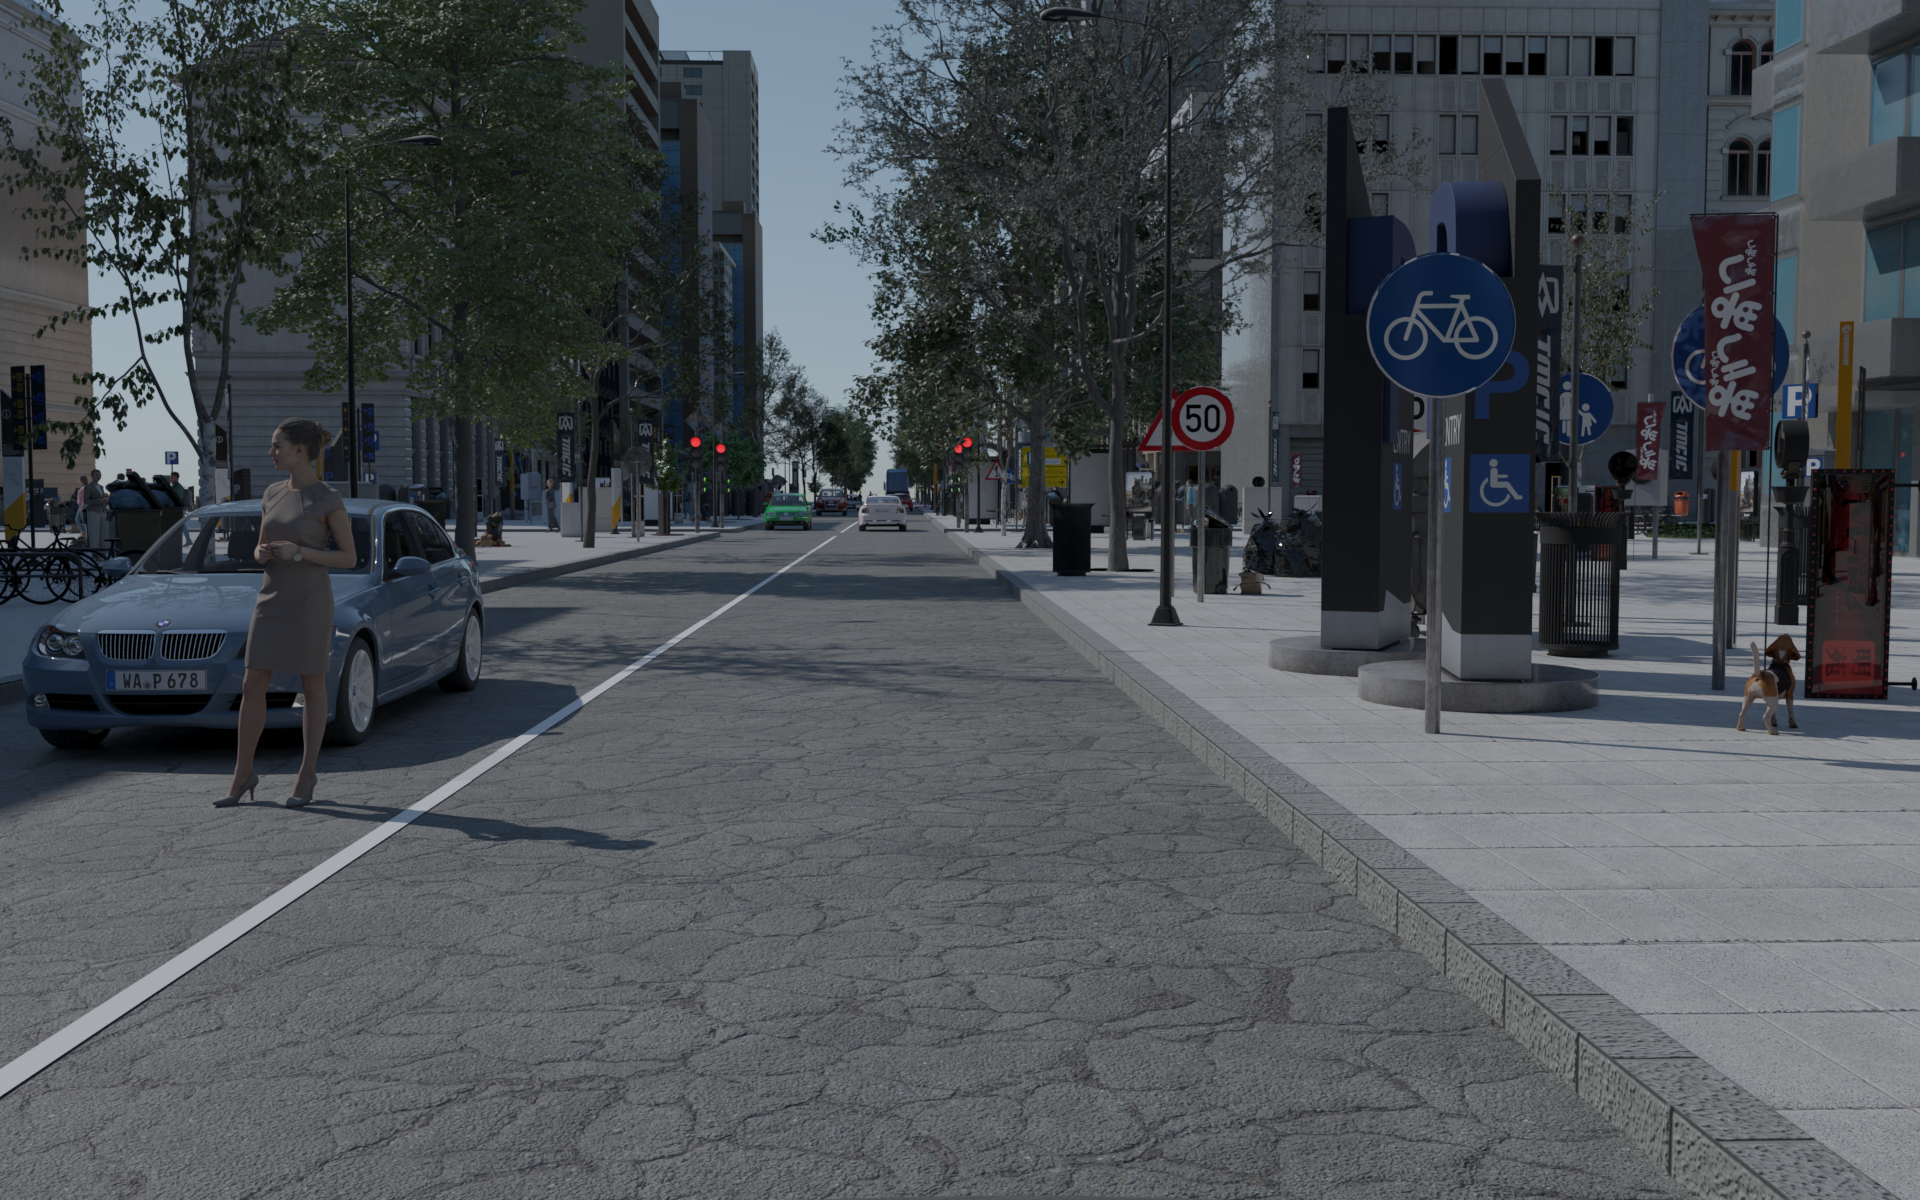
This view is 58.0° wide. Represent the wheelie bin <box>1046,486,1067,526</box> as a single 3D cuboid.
[{"bbox_3d":[3.890,-3.765,69.470,0.693,1.594,0.980,1,4,15],"label":"wheelie bin"}]

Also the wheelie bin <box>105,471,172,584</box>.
[{"bbox_3d":[-11.401,-0.978,23.901,0.693,1.594,0.980,-2,4,-35],"label":"wheelie bin"}]

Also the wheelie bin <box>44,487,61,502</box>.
[{"bbox_3d":[-42.632,-4.479,81.139,0.980,1.594,0.693,-1,4,-18],"label":"wheelie bin"}]

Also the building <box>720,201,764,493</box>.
[{"bbox_3d":[-37.870,-37.780,267.809,14.600,45.320,14.200,0,4,-2],"label":"building"}]

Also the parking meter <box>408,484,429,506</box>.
[{"bbox_3d":[-13.352,-2.090,42.579,0.372,1.533,0.369,0,3,0],"label":"parking meter"}]

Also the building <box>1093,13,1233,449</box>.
[{"bbox_3d":[17.774,-28.630,151.691,14.154,41.232,14.086,0,4,-2],"label":"building"}]

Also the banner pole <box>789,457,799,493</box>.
[{"bbox_3d":[-11.137,-7.674,115.485,0.863,3.779,0.401,-1,4,-15],"label":"banner pole"}]

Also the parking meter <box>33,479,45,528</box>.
[{"bbox_3d":[-35.098,-3.687,65.989,0.255,1.863,0.399,0,4,3],"label":"parking meter"}]

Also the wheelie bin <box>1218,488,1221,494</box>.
[{"bbox_3d":[12.325,-4.610,83.277,0.980,1.594,0.693,-2,4,-33],"label":"wheelie bin"}]

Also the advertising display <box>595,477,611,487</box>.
[{"bbox_3d":[-13.415,-3.648,64.857,0.123,1.923,0.974,2,4,28],"label":"advertising display"}]

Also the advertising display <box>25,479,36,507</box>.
[{"bbox_3d":[-39.804,-4.212,74.075,0.123,1.923,0.974,1,4,11],"label":"advertising display"}]

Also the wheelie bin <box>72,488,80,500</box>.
[{"bbox_3d":[-43.210,-4.727,85.192,0.693,1.594,0.980,2,4,34],"label":"wheelie bin"}]

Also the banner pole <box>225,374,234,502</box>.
[{"bbox_3d":[-15.191,-2.814,36.032,0.401,3.779,0.863,-1,4,-16],"label":"banner pole"}]

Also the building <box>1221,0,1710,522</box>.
[{"bbox_3d":[23.875,-16.324,84.915,19.932,24.808,12.078,0,4,-2],"label":"building"}]

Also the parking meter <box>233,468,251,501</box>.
[{"bbox_3d":[-16.361,-2.063,39.434,0.399,1.863,0.255,2,4,24],"label":"parking meter"}]

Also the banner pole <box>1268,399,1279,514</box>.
[{"bbox_3d":[8.314,-3.426,46.028,0.401,3.779,0.863,2,4,32],"label":"banner pole"}]

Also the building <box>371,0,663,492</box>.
[{"bbox_3d":[-37.911,-32.152,149.394,21.300,48.544,21.600,0,4,-2],"label":"building"}]

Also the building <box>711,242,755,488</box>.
[{"bbox_3d":[-45.478,-34.023,248.157,32.217,40.220,23.993,0,4,-2],"label":"building"}]

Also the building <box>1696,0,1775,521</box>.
[{"bbox_3d":[45.602,-18.341,87.265,23.554,28.519,14.401,0,4,-2],"label":"building"}]

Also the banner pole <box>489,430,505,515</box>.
[{"bbox_3d":[-18.223,-4.774,68.079,0.863,3.779,0.401,1,4,20],"label":"banner pole"}]

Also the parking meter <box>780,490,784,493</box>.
[{"bbox_3d":[-12.685,-6.991,122.707,0.372,1.533,0.369,0,3,0],"label":"parking meter"}]

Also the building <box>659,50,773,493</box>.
[{"bbox_3d":[-41.264,-51.753,284.413,20.563,71.187,20.611,0,4,-2],"label":"building"}]

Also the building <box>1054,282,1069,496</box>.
[{"bbox_3d":[17.427,-31.266,194.791,14.154,41.232,14.086,0,4,-2],"label":"building"}]

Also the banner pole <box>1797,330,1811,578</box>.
[{"bbox_3d":[12.856,-2.224,26.374,0.401,3.779,0.863,1,4,21],"label":"banner pole"}]

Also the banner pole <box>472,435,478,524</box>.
[{"bbox_3d":[-20.581,-5.077,73.022,0.401,3.779,0.863,2,4,32],"label":"banner pole"}]

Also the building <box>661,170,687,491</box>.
[{"bbox_3d":[-43.497,-29.446,173.324,32.217,40.220,23.993,0,4,-2],"label":"building"}]

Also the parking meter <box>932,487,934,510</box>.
[{"bbox_3d":[-2.060,-8.129,138.621,0.255,1.863,0.399,-3,5,-44],"label":"parking meter"}]

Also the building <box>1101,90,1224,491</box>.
[{"bbox_3d":[21.697,-19.558,124.290,19.350,26.468,34.151,0,4,-2],"label":"building"}]

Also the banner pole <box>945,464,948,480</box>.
[{"bbox_3d":[-0.728,-7.832,118.067,0.863,3.779,0.401,1,4,17],"label":"banner pole"}]

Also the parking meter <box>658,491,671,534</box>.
[{"bbox_3d":[-9.441,-3.032,55.288,0.255,1.863,0.399,-3,5,-41],"label":"parking meter"}]

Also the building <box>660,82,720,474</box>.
[{"bbox_3d":[-35.146,-33.175,192.530,14.600,45.320,14.200,0,4,-2],"label":"building"}]

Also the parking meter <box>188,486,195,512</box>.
[{"bbox_3d":[-54.468,-7.154,122.686,0.399,1.863,0.255,1,4,10],"label":"parking meter"}]

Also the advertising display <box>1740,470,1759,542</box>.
[{"bbox_3d":[21.282,-2.540,46.745,0.123,1.923,0.974,0,4,3],"label":"advertising display"}]

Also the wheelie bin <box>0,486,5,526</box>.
[{"bbox_3d":[-38.564,-3.795,69.962,0.693,1.594,0.980,1,4,10],"label":"wheelie bin"}]

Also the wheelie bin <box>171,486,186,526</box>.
[{"bbox_3d":[-12.884,-1.223,27.903,0.693,1.594,0.980,-2,4,-35],"label":"wheelie bin"}]

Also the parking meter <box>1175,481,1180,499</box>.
[{"bbox_3d":[9.321,-4.227,74.819,0.255,1.863,0.399,2,4,32],"label":"parking meter"}]

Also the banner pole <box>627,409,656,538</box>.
[{"bbox_3d":[-9.370,-3.721,50.848,0.863,3.779,0.401,-1,4,-16],"label":"banner pole"}]

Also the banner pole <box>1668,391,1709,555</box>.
[{"bbox_3d":[15.477,-2.859,36.755,0.863,3.779,0.401,2,4,24],"label":"banner pole"}]

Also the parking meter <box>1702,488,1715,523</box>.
[{"bbox_3d":[33.527,-4.222,77.447,0.372,1.533,0.369,0,3,0],"label":"parking meter"}]

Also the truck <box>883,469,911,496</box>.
[{"bbox_3d":[-6.396,-11.632,179.948,2.967,4.110,18.799,0,4,-3],"label":"truck"}]

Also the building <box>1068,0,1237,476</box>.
[{"bbox_3d":[21.453,-38.610,173.279,21.231,58.520,28.212,0,4,-2],"label":"building"}]

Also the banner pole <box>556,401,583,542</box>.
[{"bbox_3d":[-10.413,-3.457,46.538,0.863,3.779,0.401,-2,4,-24],"label":"banner pole"}]

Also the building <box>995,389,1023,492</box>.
[{"bbox_3d":[20.473,-27.020,286.819,27.650,21.520,28.899,0,4,-2],"label":"building"}]

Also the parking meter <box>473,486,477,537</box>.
[{"bbox_3d":[-14.618,-2.649,51.718,0.372,1.533,0.369,0,3,0],"label":"parking meter"}]

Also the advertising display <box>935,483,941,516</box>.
[{"bbox_3d":[-1.295,-5.939,102.318,0.123,1.923,0.974,1,4,11],"label":"advertising display"}]

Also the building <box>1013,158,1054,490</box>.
[{"bbox_3d":[22.205,-40.888,257.764,28.713,52.752,27.495,0,4,-2],"label":"building"}]

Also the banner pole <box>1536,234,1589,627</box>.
[{"bbox_3d":[5.726,-1.632,16.697,0.863,3.779,0.401,-1,4,-18],"label":"banner pole"}]

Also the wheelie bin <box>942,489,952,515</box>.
[{"bbox_3d":[-0.693,-5.967,105.471,0.980,1.594,0.693,2,4,31],"label":"wheelie bin"}]

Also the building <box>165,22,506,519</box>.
[{"bbox_3d":[-30.575,-15.869,88.331,11.050,23.489,19.941,0,4,-2],"label":"building"}]

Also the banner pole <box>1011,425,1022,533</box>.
[{"bbox_3d":[1.948,-4.137,57.651,0.401,3.779,0.863,-1,4,-14],"label":"banner pole"}]

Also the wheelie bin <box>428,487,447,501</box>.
[{"bbox_3d":[-22.978,-4.160,75.919,0.980,1.594,0.693,-1,4,-14],"label":"wheelie bin"}]
